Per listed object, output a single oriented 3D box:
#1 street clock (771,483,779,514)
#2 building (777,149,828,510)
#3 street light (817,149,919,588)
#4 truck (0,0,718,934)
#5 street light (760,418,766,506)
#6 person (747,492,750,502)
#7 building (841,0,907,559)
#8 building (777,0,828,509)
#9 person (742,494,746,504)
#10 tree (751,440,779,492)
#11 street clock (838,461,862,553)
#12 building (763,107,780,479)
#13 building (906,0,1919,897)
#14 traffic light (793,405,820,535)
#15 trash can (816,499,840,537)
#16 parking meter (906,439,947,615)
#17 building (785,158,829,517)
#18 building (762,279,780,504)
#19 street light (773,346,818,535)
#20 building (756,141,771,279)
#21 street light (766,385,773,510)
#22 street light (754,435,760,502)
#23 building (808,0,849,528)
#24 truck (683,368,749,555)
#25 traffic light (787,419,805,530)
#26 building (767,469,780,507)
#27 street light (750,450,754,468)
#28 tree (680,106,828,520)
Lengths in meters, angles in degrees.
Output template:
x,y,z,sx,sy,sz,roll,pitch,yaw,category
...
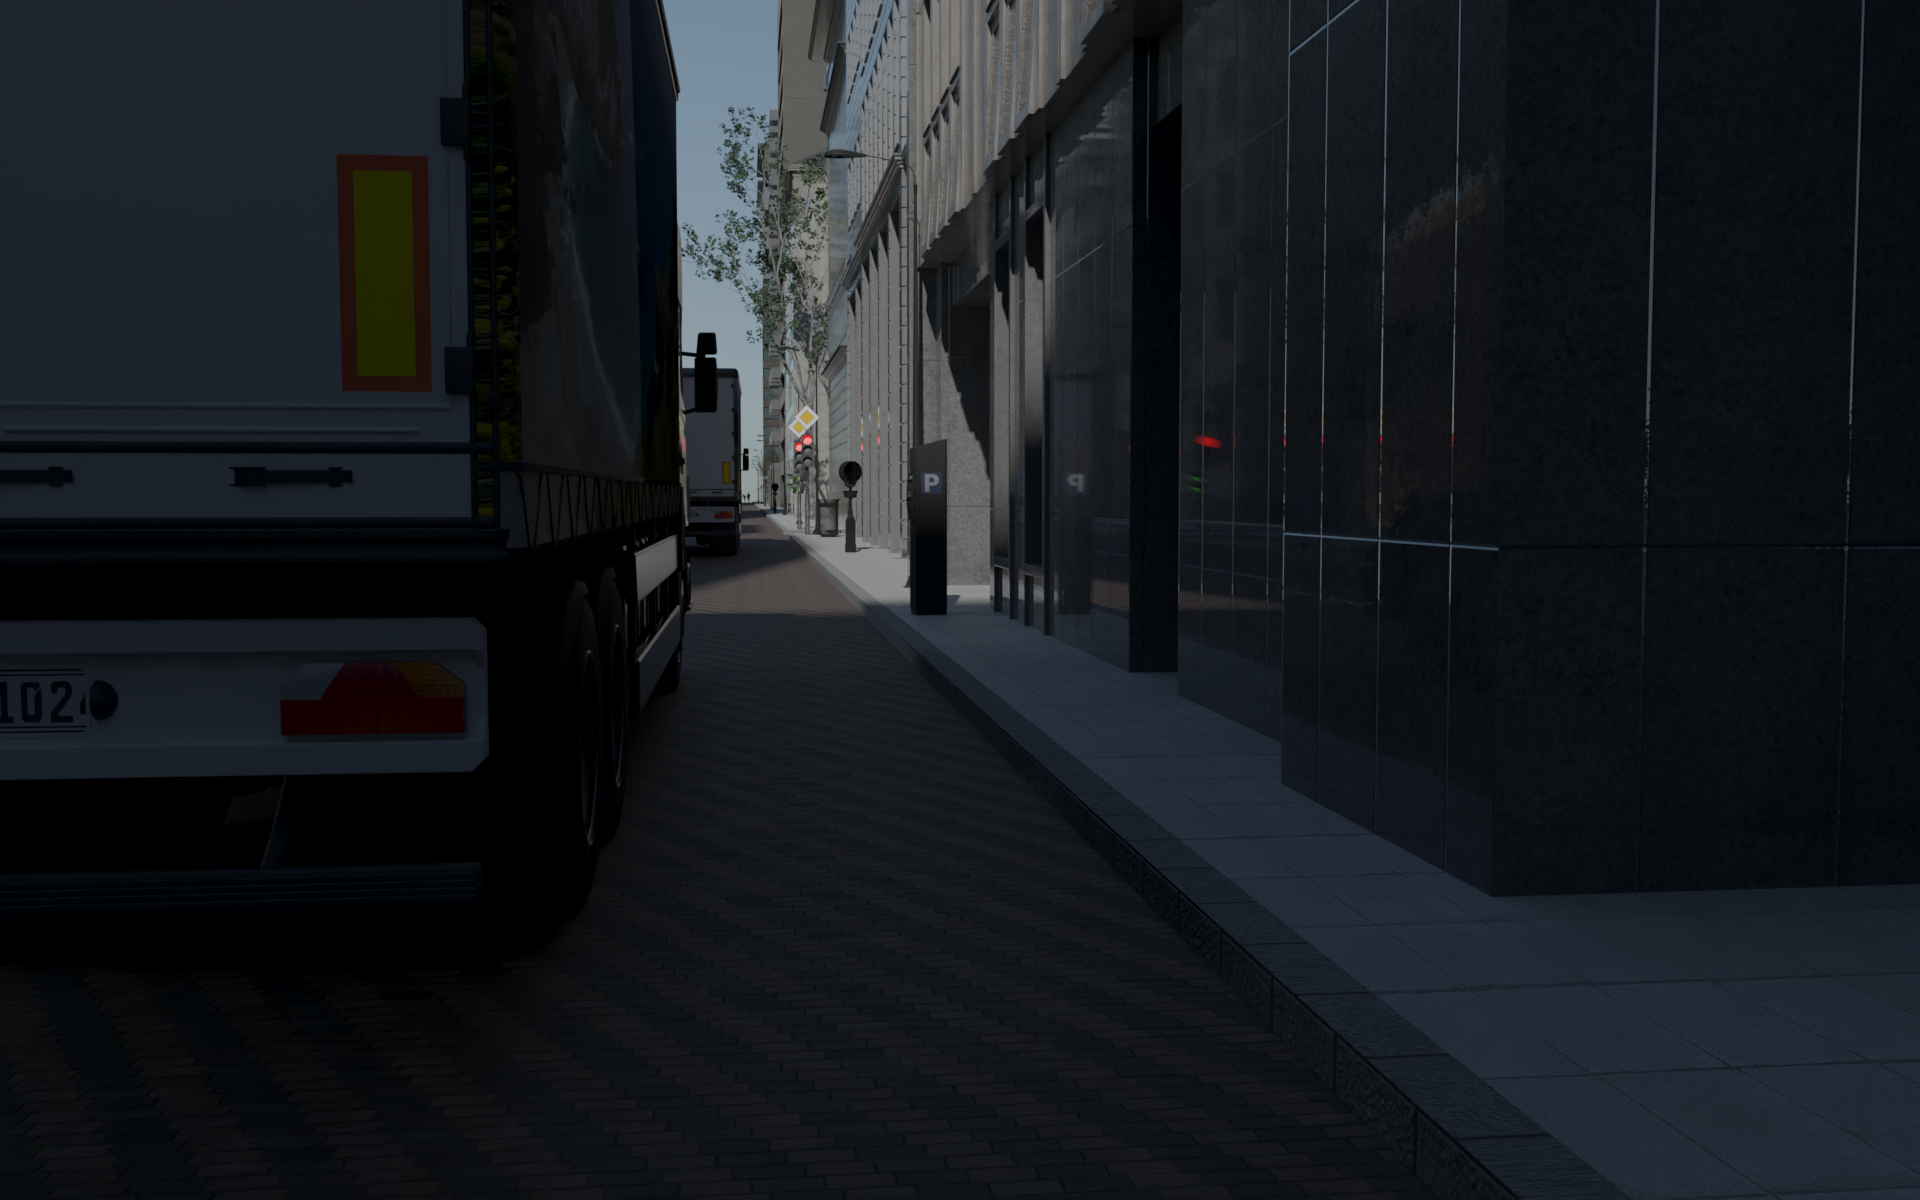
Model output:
x,y,z,sx,sy,sz,roll,pitch,yaw,category
-12.111,-6.660,113.461,0.471,2.002,0.358,0,4,3,street clock
-6.745,-20.076,125.508,12.463,27.353,25.104,0,4,-7,building
-1.141,-3.119,23.530,1.470,5.913,1.316,0,4,-7,street light
-2.823,-1.239,9.163,2.839,4.237,11.283,0,4,-7,truck
-11.254,-8.137,105.574,1.470,5.913,1.316,0,4,-7,street light
-32.176,-15.547,263.605,0.541,1.710,0.530,-1,4,-23,person
3.606,-16.066,40.168,11.434,29.767,29.804,0,4,-7,building
-4.943,-32.277,151.427,21.300,48.544,21.600,0,4,-7,building
-32.176,-15.056,257.853,0.628,1.438,0.799,-1,4,-9,person
-24.729,-16.687,223.186,4.360,8.622,3.978,0,3,0,tree
-2.401,-2.042,37.958,0.471,2.002,0.358,-2,4,-32,street clock
-10.640,-35.401,198.417,23.786,49.044,30.456,0,4,-7,building
6.423,-12.068,15.335,12.078,24.808,19.932,0,4,-7,building
-4.836,-4.017,54.601,0.839,4.253,0.868,0,4,-7,traffic light
-3.925,-2.444,51.609,0.748,1.137,0.748,0,3,0,trash can
-0.350,-0.776,18.394,0.399,1.863,0.255,-1,4,-16,parking meter
-5.081,-15.272,104.447,10.420,20.320,16.860,0,4,-7,building
-19.478,-28.211,232.954,14.160,30.474,14.107,0,4,-7,building
-5.053,-5.014,54.527,1.470,5.913,1.316,0,4,-7,street light
-15.204,-40.695,254.594,28.713,52.752,27.495,0,4,-7,building
-7.405,-6.194,73.817,1.470,5.913,1.316,0,4,-7,street light
-15.219,-10.018,136.341,1.470,5.913,1.316,0,4,-7,street light
9.132,-14.571,71.519,30.059,22.955,16.112,0,4,-7,building
-6.801,-3.369,43.991,2.839,4.237,11.283,0,4,-7,truck
-5.826,-4.502,62.525,0.839,4.253,0.868,0,4,-7,traffic light
-8.802,-44.846,171.484,20.563,71.187,20.611,0,4,-7,building
-20.868,-12.732,180.711,1.470,5.913,1.316,0,4,-7,street light
-8.842,-14.104,86.483,12.611,20.169,13.585,0,3,0,tree
